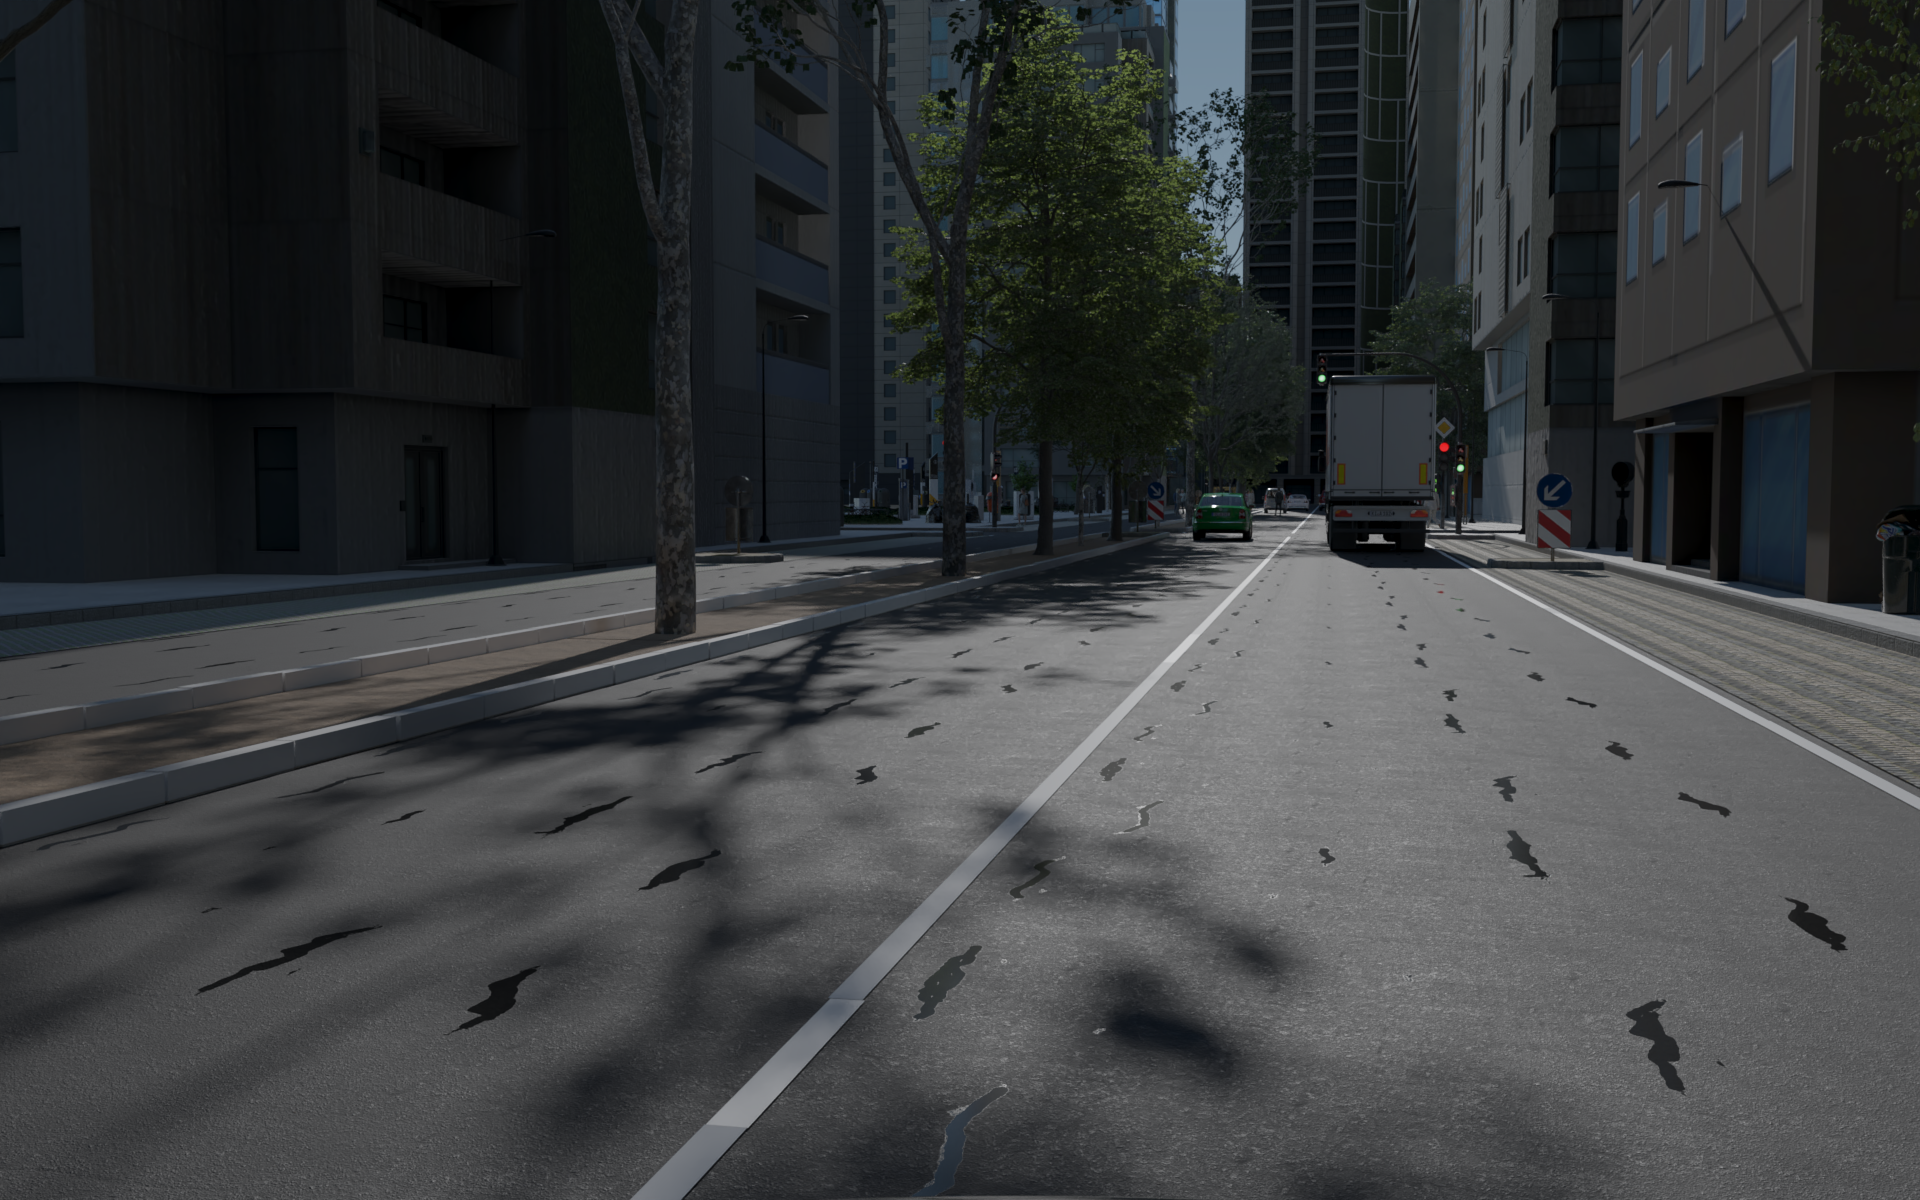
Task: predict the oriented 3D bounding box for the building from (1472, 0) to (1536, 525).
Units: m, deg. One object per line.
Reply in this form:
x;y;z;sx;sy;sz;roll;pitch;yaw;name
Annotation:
36.151;-29.531;72.064;27.495;52.752;28.713;1;4;12;building

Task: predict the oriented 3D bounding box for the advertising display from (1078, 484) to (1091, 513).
8.267;-6.716;115.015;0.974;1.923;0.123;2;4;32;advertising display

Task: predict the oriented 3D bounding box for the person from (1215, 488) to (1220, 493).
15.790;-5.940;105.804;0.709;1.800;0.728;2;4;28;person

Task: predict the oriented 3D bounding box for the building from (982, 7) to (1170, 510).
10.138;-28.424;148.331;14.154;41.232;14.086;1;4;12;building

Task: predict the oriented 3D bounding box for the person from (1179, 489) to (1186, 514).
15.970;-7.057;124.373;0.782;1.767;0.515;3;5;43;person

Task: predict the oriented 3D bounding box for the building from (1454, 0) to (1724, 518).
39.965;-28.293;112.698;14.600;45.320;14.200;1;4;12;building

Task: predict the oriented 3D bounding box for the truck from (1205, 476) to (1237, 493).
24.404;-9.973;158.976;3.469;3.379;9.791;1;4;11;truck

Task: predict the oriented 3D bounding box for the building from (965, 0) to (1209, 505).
13.643;-54.655;206.284;31.000;86.520;22.319;1;4;12;building

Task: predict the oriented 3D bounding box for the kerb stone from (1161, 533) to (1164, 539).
6.234;-1.984;54.641;0.120;0.150;1.000;1;4;12;kerb stone

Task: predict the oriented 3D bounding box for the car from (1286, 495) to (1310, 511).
28.130;-8.068;144.268;2.083;1.381;4.827;1;4;11;car

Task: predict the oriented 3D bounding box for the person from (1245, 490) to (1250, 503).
21.812;-7.481;131.647;0.643;1.720;0.563;-1;4;-23;person

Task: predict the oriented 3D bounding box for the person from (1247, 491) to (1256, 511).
21.874;-7.433;130.389;0.694;1.780;0.624;2;4;35;person

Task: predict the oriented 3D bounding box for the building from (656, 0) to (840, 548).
-18.363;-31.119;50.801;28.212;58.520;21.231;1;4;12;building

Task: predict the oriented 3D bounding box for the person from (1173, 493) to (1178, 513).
16.483;-7.528;131.761;0.721;1.800;0.419;-3;5;-40;person

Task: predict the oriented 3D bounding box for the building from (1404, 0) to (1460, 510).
48.916;-31.927;145.711;21.300;48.544;21.600;1;4;12;building

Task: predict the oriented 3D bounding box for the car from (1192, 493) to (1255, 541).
8.349;-2.816;54.846;1.959;1.807;4.718;1;4;11;car

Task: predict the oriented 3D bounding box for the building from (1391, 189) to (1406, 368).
48.826;-24.037;164.709;14.160;30.474;14.107;1;4;12;building

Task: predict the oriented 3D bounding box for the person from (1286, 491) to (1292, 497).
38.737;-11.938;203.618;1.348;1.831;0.705;0;4;-3;person

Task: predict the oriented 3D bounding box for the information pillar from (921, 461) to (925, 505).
-2.648;-8.098;123.763;0.183;3.616;0.504;2;4;30;information pillar

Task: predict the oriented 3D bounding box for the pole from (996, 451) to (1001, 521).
1.814;-5.366;81.576;0.158;3.312;0.155;0;3;0;pole

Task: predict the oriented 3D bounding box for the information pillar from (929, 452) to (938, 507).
-1.449;-6.411;96.175;0.504;3.616;0.183;-1;4;-23;information pillar

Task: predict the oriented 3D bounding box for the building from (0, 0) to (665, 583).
-14.417;-15.823;30.407;14.160;30.474;14.107;1;4;12;building

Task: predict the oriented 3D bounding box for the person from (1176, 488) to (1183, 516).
14.178;-6.312;111.885;0.526;1.800;0.537;2;4;32;person

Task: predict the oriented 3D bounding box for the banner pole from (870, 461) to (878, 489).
-6.632;-8.729;132.737;0.863;3.779;0.401;1;4;13;banner pole

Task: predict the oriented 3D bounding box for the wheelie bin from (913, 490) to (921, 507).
-3.597;-7.860;136.424;0.980;1.594;0.693;0;4;-7;wheelie bin

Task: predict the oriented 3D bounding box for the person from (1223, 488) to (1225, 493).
16.994;-6.308;111.907;0.678;1.792;0.850;2;4;25;person

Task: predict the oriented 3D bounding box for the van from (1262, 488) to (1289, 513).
23.704;-7.528;130.098;2.013;2.044;4.112;1;4;11;van

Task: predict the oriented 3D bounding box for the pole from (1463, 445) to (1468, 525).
21.132;-4.804;72.391;0.158;3.312;0.155;0;3;0;pole

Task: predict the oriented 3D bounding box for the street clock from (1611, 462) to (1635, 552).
14.777;-2.083;38.630;0.358;2.002;0.471;-2;4;-31;street clock

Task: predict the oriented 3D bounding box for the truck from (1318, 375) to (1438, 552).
11.086;-3.520;46.466;2.839;4.237;11.283;1;4;11;truck

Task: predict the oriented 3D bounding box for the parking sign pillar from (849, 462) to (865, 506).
-8.594;-9.561;144.786;1.447;3.967;1.447;-1;4;-13;parking sign pillar

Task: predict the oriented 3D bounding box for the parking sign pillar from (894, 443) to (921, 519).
-2.800;-6.298;91.441;1.447;3.967;1.447;-1;4;-14;parking sign pillar

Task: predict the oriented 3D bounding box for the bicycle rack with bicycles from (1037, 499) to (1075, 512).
6.903;-6.619;121.608;2.925;0.926;2.852;0;4;5;bicycle rack with bicycles

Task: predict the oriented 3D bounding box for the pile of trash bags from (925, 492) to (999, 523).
0.266;-4.098;76.760;3.447;1.369;1.912;-2;4;-32;pile of trash bags

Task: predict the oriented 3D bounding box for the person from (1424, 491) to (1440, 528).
18.039;-3.527;66.045;0.514;1.842;0.818;-2;4;-31;person

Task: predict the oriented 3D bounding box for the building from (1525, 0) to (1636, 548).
22.495;-16.790;46.214;14.160;30.474;14.107;1;4;12;building

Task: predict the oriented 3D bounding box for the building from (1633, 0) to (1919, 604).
17.982;-22.875;24.111;14.600;45.320;14.200;1;4;12;building

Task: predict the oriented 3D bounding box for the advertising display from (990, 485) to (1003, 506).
2.639;-7.279;124.217;0.974;1.923;0.123;-2;4;-23;advertising display

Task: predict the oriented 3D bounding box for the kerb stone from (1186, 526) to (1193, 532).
8.923;-2.753;67.209;0.120;0.150;1.000;1;4;12;kerb stone

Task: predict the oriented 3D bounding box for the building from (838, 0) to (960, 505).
-11.748;-47.305;211.694;20.611;71.187;20.563;1;4;12;building

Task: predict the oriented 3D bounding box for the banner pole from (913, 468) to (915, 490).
-4.118;-9.411;143.881;0.863;3.779;0.401;1;4;14;banner pole

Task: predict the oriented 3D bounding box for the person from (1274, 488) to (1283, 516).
20.710;-6.391;112.775;0.659;1.850;0.755;-1;4;-12;person

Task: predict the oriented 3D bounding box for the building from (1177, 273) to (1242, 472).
30.128;-28.041;230.179;14.107;30.474;14.160;1;4;12;building

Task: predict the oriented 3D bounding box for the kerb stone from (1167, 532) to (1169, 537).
6.660;-2.107;56.643;0.120;0.150;1.000;1;4;12;kerb stone

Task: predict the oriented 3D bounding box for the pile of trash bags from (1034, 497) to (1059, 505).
6.642;-7.549;133.179;1.912;1.369;3.447;0;4;-4;pile of trash bags

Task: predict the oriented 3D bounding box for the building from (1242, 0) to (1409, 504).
48.196;-48.337;228.557;20.611;71.187;20.563;1;4;12;building

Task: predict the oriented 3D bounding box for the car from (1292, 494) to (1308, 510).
31.044;-9.018;159.443;2.014;1.417;4.499;1;4;13;car

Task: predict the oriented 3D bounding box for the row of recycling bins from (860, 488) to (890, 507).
-6.004;-7.053;122.433;1.069;1.692;3.534;-2;4;-31;row of recycling bins

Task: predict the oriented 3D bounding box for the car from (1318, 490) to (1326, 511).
31.733;-8.522;148.000;2.281;1.827;5.304;1;4;12;car

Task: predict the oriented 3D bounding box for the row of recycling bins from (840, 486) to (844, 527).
-5.528;-3.797;69.200;1.069;1.692;3.534;-2;4;-24;row of recycling bins

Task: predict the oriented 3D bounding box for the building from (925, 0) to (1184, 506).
9.613;-33.731;171.108;23.786;49.044;30.456;1;4;12;building

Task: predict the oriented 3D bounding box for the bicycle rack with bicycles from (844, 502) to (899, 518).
-4.128;-3.874;76.724;2.925;0.926;2.852;-1;4;-17;bicycle rack with bicycles

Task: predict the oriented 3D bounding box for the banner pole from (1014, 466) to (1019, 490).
4.636;-8.988;136.968;0.863;3.779;0.401;0;4;-5;banner pole

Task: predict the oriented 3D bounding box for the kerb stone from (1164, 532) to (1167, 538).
6.449;-2.046;55.643;0.120;0.150;1.000;1;4;12;kerb stone

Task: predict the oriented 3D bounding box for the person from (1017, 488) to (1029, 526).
2.792;-4.087;76.325;0.522;1.701;0.512;2;4;34;person
